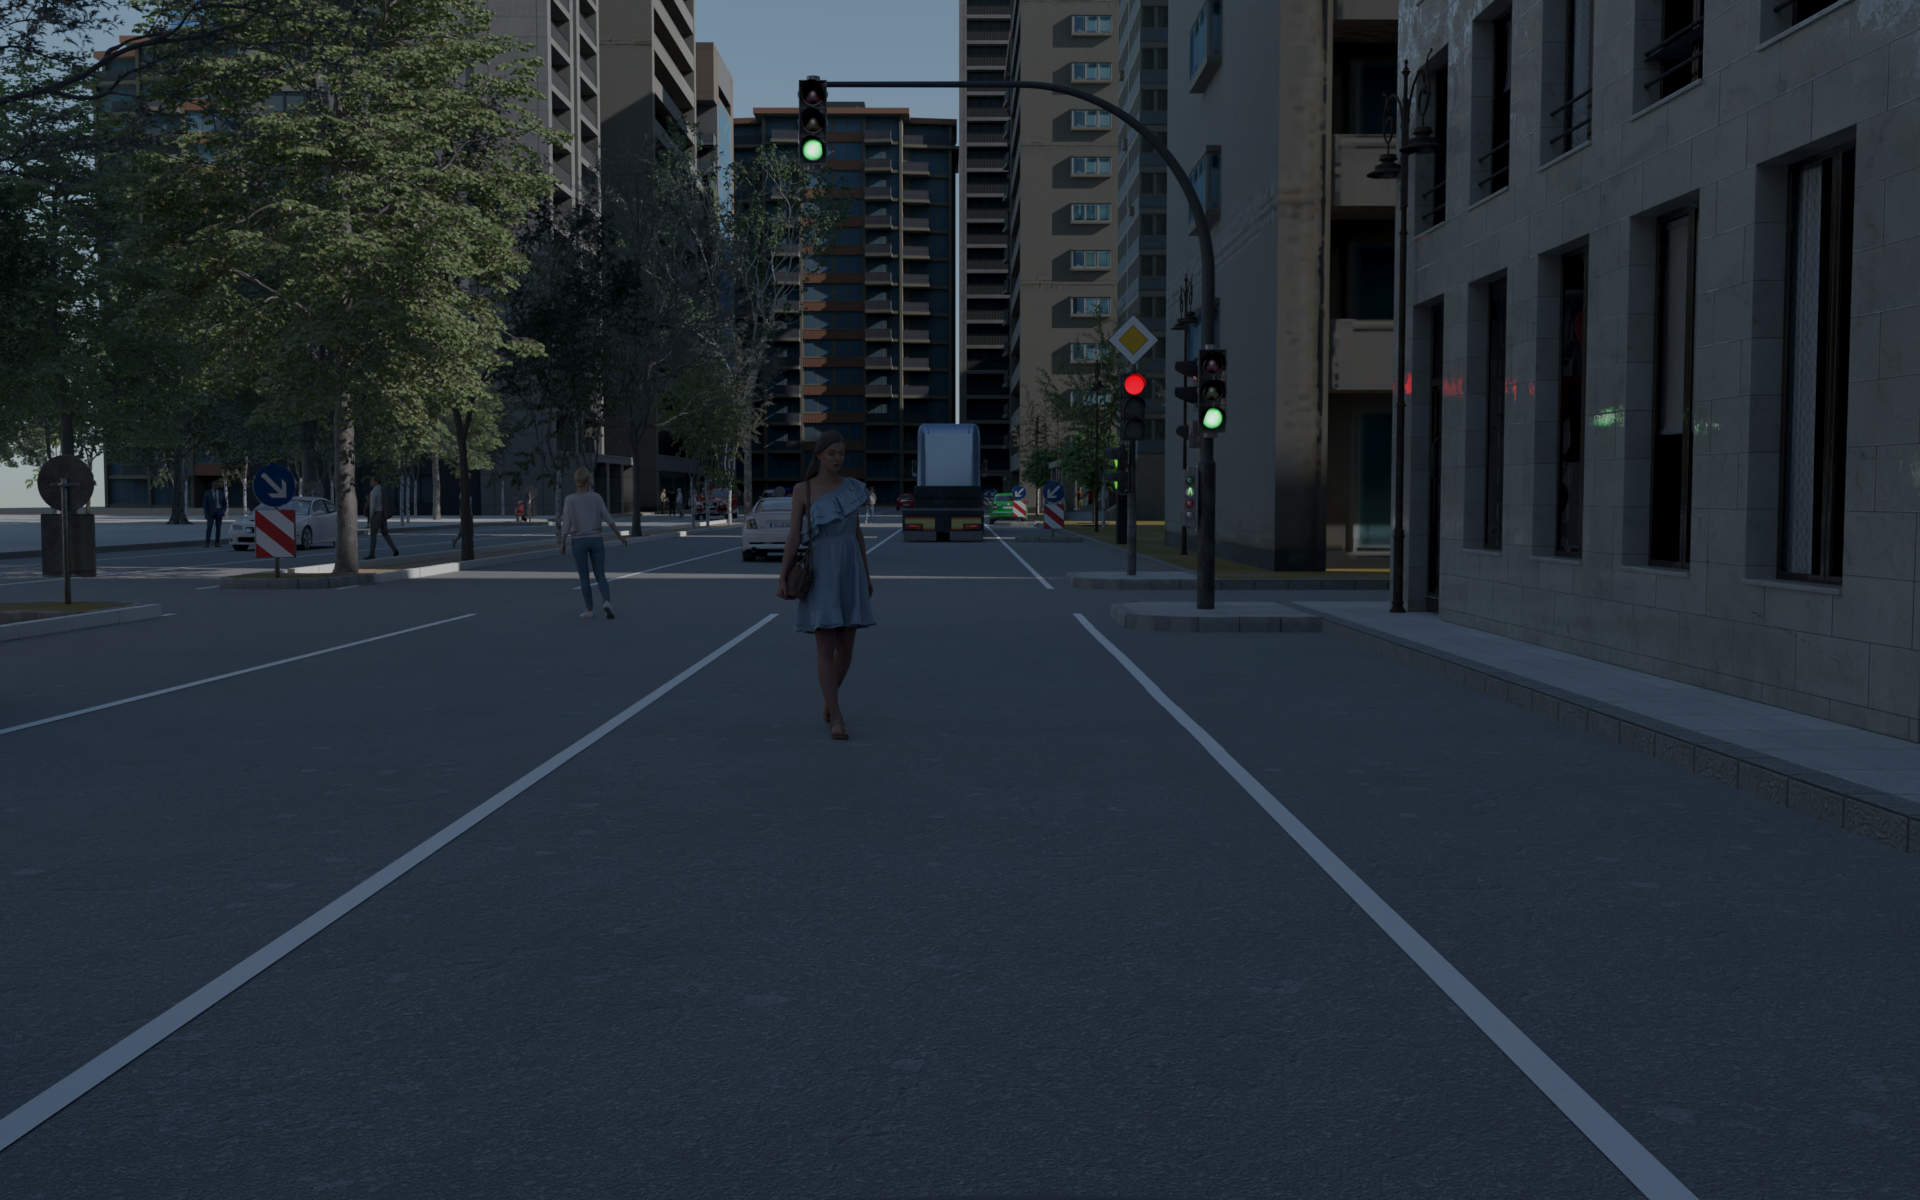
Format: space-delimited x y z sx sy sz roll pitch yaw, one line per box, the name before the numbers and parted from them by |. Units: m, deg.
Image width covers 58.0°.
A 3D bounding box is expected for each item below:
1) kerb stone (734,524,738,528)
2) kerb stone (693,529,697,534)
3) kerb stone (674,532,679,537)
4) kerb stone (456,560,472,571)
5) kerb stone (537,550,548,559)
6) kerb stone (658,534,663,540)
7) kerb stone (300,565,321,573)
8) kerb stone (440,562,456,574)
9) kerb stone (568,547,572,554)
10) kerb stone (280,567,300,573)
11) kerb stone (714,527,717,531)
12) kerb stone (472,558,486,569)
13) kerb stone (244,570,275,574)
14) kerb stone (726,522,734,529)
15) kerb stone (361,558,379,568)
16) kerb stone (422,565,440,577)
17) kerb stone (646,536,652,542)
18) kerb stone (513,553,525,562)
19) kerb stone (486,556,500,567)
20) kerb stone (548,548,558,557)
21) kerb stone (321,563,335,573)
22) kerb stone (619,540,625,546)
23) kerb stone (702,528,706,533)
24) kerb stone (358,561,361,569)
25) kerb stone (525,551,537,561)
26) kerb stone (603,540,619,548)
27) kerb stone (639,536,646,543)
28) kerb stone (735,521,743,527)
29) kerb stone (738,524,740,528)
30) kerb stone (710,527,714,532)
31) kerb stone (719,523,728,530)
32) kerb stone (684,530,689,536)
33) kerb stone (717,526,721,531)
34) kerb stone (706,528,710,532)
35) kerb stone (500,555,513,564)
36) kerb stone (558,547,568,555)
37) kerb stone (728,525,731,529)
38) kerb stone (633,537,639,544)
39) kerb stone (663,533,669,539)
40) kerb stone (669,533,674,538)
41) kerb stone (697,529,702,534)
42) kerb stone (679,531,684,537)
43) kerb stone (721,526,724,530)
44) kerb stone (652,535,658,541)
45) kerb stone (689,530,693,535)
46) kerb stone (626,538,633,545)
kerb stone | -9.539 -3.076 72.481 0.120 0.150 1.000 0 4 0
kerb stone | -9.511 -2.385 61.185 0.120 0.150 1.000 0 4 0
kerb stone | -9.497 -2.133 57.084 0.120 0.150 1.000 0 4 0
kerb stone | -9.410 -0.630 32.496 0.120 0.150 1.000 0 4 0
kerb stone | -9.425 -1.006 38.643 0.120 0.150 1.000 0 4 0
kerb stone | -9.480 -1.944 54.015 0.120 0.150 1.000 0 4 0
kerb stone | -11.502 -0.502 30.413 0.120 0.150 1.000 0 4 0
kerb stone | -9.403 -0.567 31.474 0.120 0.150 1.000 0 4 0
kerb stone | -9.439 -1.190 41.710 0.120 0.150 1.000 0 4 0
kerb stone | -11.497 -0.440 29.390 0.120 0.150 1.000 0 4 0
kerb stone | -9.527 -2.699 66.331 0.120 0.150 1.000 0 4 0
kerb stone | -9.417 -0.693 33.518 0.120 0.150 1.000 0 4 0
kerb stone | -11.495 -0.377 28.366 0.120 0.150 1.000 0 4 0
kerb stone | -9.540 -3.013 71.458 0.120 0.150 1.000 0 4 0
kerb stone | -11.514 -0.685 33.499 0.120 0.150 1.000 0 4 0
kerb stone | -9.393 -0.501 30.446 0.120 0.150 1.000 0 4 0
kerb stone | -9.475 -1.821 51.963 0.120 0.150 1.000 0 4 0
kerb stone | -9.421 -0.881 36.596 0.120 0.150 1.000 0 4 0
kerb stone | -9.409 -0.755 34.541 0.120 0.150 1.000 0 4 0
kerb stone | -9.437 -1.069 39.666 0.120 0.150 1.000 0 4 0
kerb stone | -11.508 -0.566 31.445 0.120 0.150 1.000 0 4 0
kerb stone | -9.467 -1.567 47.856 0.120 0.150 1.000 0 4 0
kerb stone | -9.511 -2.511 63.251 0.120 0.150 1.000 0 4 0
kerb stone | -11.503 -0.628 32.467 0.120 0.150 1.000 0 4 0
kerb stone | -9.426 -0.943 37.621 0.120 0.150 1.000 0 4 0
kerb stone | -9.459 -1.504 46.833 0.120 0.150 1.000 0 4 0
kerb stone | -9.472 -1.758 50.938 0.120 0.150 1.000 0 4 0
kerb stone | -9.554 -3.201 74.535 0.120 0.150 1.000 0 4 0
kerb stone | -9.548 -3.139 73.510 0.120 0.150 1.000 0 4 0
kerb stone | -9.517 -2.636 65.301 0.120 0.150 1.000 0 4 0
kerb stone | -9.538 -2.888 69.408 0.120 0.150 1.000 0 4 0
kerb stone | -9.492 -2.260 59.140 0.120 0.150 1.000 0 4 0
kerb stone | -9.523 -2.762 67.353 0.120 0.150 1.000 0 4 0
kerb stone | -9.520 -2.573 64.279 0.120 0.150 1.000 0 4 0
kerb stone | -9.412 -0.818 35.567 0.120 0.150 1.000 0 4 0
kerb stone | -9.430 -1.131 40.688 0.120 0.150 1.000 0 4 0
kerb stone | -9.536 -2.951 70.436 0.120 0.150 1.000 0 4 0
kerb stone | -9.468 -1.695 49.915 0.120 0.150 1.000 0 4 0
kerb stone | -9.481 -2.006 55.037 0.120 0.150 1.000 0 4 0
kerb stone | -9.485 -2.069 56.062 0.120 0.150 1.000 0 4 0
kerb stone | -9.509 -2.448 62.222 0.120 0.150 1.000 0 4 0
kerb stone | -9.491 -2.197 58.118 0.120 0.150 1.000 0 4 0
kerb stone | -9.526 -2.825 68.386 0.120 0.150 1.000 0 4 0
kerb stone | -9.468 -1.879 52.986 0.120 0.150 1.000 0 4 0
kerb stone | -9.508 -2.320 60.163 0.120 0.150 1.000 0 4 0
kerb stone | -9.465 -1.632 48.881 0.120 0.150 1.000 0 4 0
